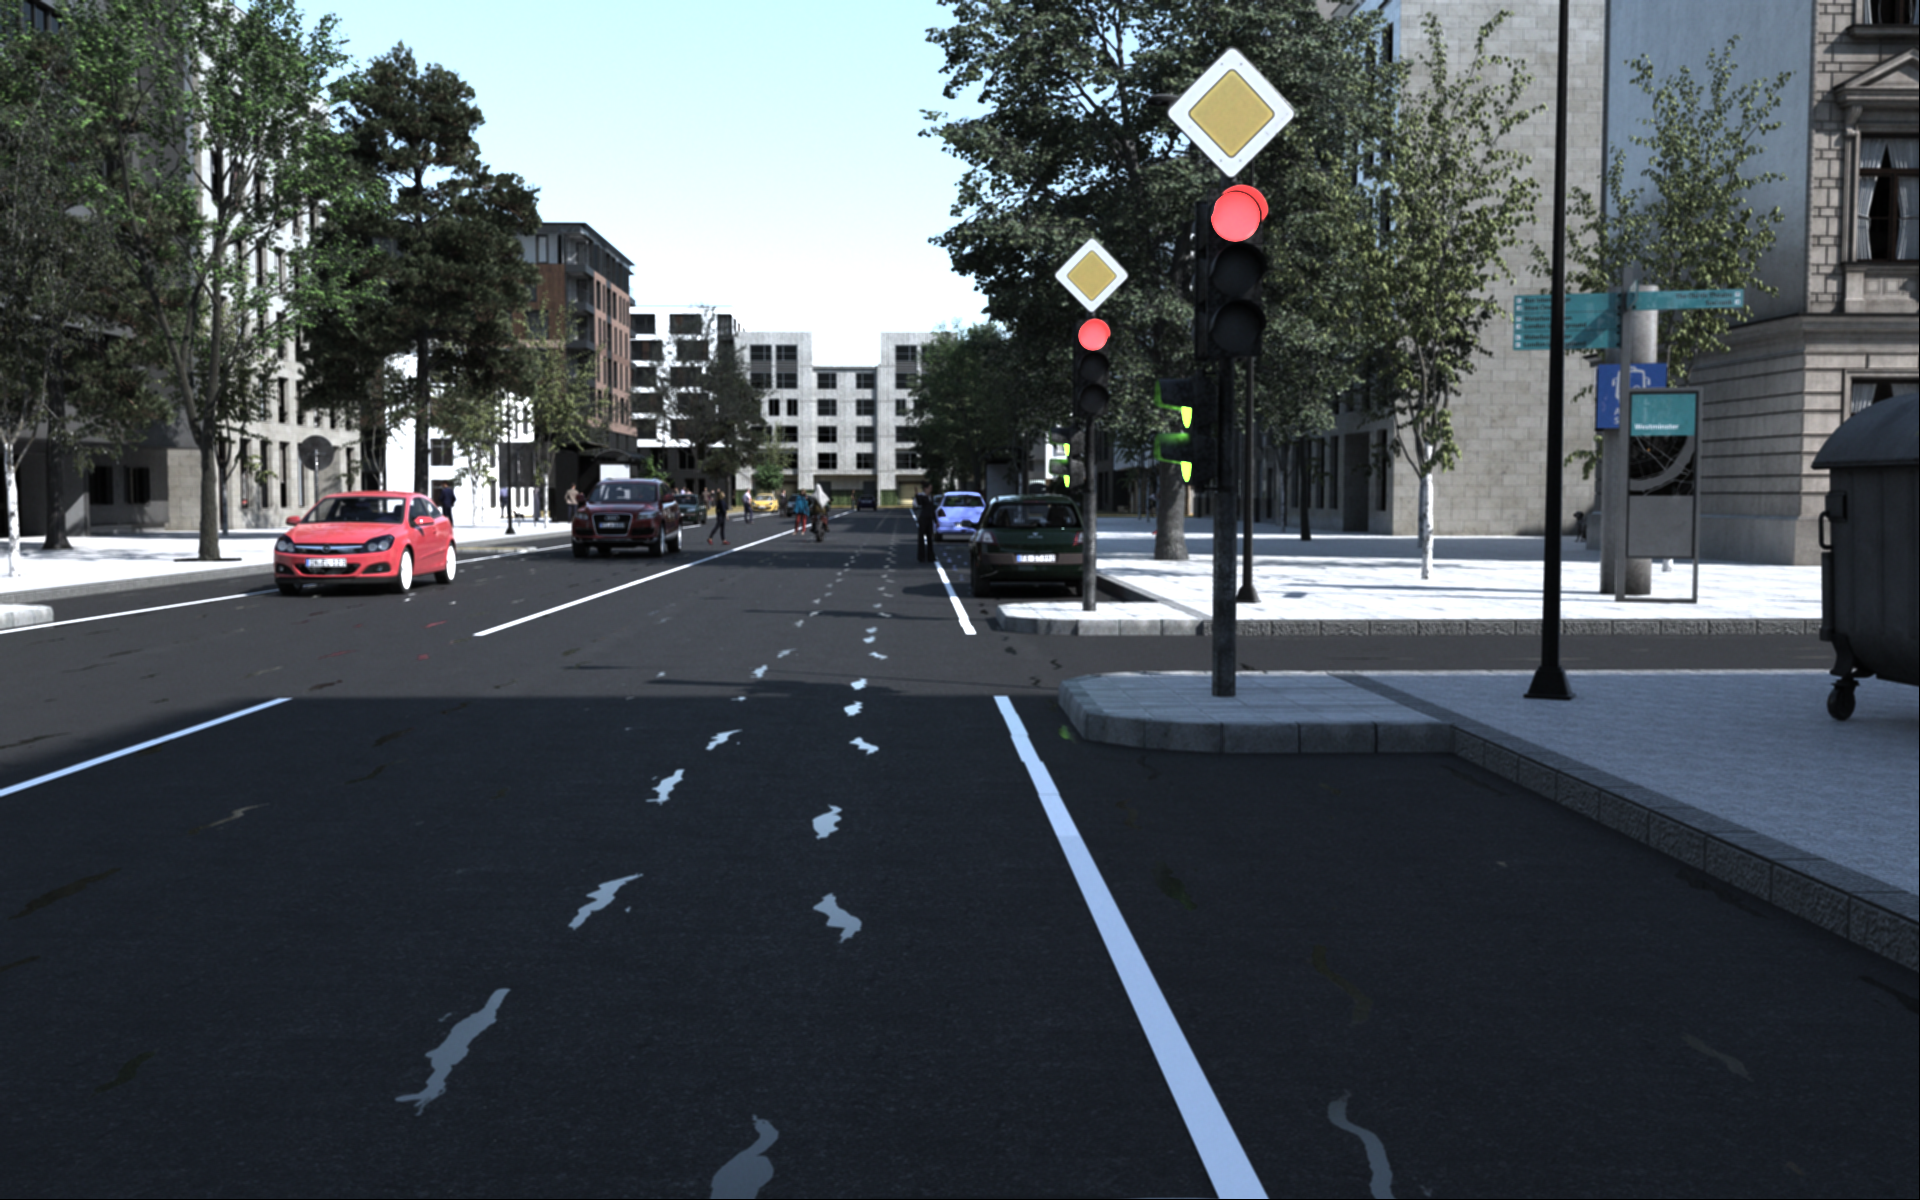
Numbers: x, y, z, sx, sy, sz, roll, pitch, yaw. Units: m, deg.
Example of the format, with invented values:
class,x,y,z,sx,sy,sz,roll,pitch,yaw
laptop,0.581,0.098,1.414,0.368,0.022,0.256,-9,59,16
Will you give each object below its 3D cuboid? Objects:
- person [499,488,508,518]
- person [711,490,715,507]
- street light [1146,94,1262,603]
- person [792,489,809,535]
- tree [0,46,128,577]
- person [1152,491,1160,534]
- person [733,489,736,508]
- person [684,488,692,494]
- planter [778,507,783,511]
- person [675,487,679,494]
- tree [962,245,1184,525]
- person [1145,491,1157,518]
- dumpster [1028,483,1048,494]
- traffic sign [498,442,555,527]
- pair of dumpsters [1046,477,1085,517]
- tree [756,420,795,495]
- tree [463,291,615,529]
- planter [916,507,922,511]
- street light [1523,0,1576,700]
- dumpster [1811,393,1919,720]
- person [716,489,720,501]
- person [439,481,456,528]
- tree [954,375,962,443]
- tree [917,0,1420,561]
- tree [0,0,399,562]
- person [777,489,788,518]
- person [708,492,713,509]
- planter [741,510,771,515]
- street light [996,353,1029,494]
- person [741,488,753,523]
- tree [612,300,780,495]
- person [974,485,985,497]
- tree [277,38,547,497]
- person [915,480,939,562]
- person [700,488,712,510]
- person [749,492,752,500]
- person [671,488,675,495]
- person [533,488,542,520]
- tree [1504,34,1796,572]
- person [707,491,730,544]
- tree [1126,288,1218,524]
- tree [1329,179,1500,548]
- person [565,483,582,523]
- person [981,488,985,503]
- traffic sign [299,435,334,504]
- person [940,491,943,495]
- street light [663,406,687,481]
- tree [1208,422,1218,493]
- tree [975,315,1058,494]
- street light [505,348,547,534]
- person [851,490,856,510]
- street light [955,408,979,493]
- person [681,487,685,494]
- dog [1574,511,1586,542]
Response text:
class,x,y,z,sx,sy,sz,roll,pitch,yaw
person,-24.022,-5.244,91.658,0.709,1.838,0.599,0,4,2
person,-24.067,-9.862,168.095,0.445,1.727,0.742,-2,4,-34
street light,2.861,-2.922,20.310,1.470,5.913,1.316,0,4,-2
person,-5.600,-3.109,61.044,0.593,1.614,0.444,2,4,28
tree,-14.551,-4.645,26.305,4.360,8.622,3.978,0,3,0
person,6.482,-2.908,55.454,0.662,1.594,0.647,-3,4,-38
person,-21.553,-9.663,164.754,0.721,1.735,1.217,0,4,-7
person,-19.266,-7.088,122.645,1.217,1.736,0.721,0,4,-1
planter,-15.109,-7.789,148.494,1.991,0.319,1.994,0,4,-2
person,-18.216,-6.363,110.606,0.750,1.759,0.617,1,4,13
tree,3.100,-5.673,43.117,4.737,8.622,4.395,0,3,0
person,10.468,-5.193,94.130,0.799,1.438,0.628,-1,4,-16
dumpster,3.951,-5.123,89.518,1.264,1.857,1.865,0,4,-2
traffic sign,-16.935,-4.513,67.661,2.265,3.308,0.079,0,4,7
pair of dumpsters,4.607,-4.338,73.418,1.574,2.255,4.436,0,4,-2
tree,-18.427,-13.514,171.309,4.737,8.622,4.395,0,3,0
tree,-15.133,-6.948,63.961,4.737,8.622,4.395,0,3,0
planter,-2.778,-7.774,148.251,1.991,0.319,1.994,0,4,-2
street light,3.190,-2.338,10.763,1.470,5.913,1.316,0,4,-2
dumpster,5.534,-0.204,9.096,1.264,1.857,1.865,0,4,-2
person,-21.924,-9.186,156.781,0.434,1.755,0.990,1,4,16
person,-17.359,-3.162,58.443,0.504,1.737,0.576,1,4,19
tree,2.057,-8.171,83.962,4.737,8.622,4.395,0,3,0
tree,4.007,-7.748,33.330,9.857,13.997,8.962,0,3,0
tree,-14.460,-6.541,32.697,9.928,11.665,9.643,0,3,0
person,-10.764,-5.857,105.057,0.445,1.727,0.742,1,4,21
person,-21.820,-8.680,151.180,0.599,1.433,0.991,-3,5,-40
planter,-14.209,-6.103,120.920,1.991,0.319,1.994,0,4,-2
street light,1.674,-5.175,57.154,1.470,5.913,1.316,0,4,-2
person,-10.338,-4.595,84.560,0.436,1.711,0.756,-2,4,-32
tree,-16.469,-12.128,108.660,12.009,13.543,11.850,0,3,0
person,0.990,-5.484,95.662,1.348,1.831,0.705,2,4,33
tree,-15.128,-8.670,49.171,7.806,13.903,7.818,0,3,0
person,-0.710,-1.660,36.438,0.445,1.727,0.742,1,4,12
person,-19.934,-7.889,135.573,0.990,1.755,0.434,0,4,-7
person,-18.879,-9.046,154.495,0.434,1.755,0.990,-3,5,-41
person,-18.080,-6.194,108.792,0.415,1.643,0.593,-3,5,-40
person,-20.499,-4.726,83.985,0.551,1.740,0.621,2,4,25
tree,11.661,-4.781,28.529,4.737,8.622,4.395,0,3,0
person,-6.895,-2.351,49.479,0.613,1.512,0.480,-2,4,-34
tree,7.821,-6.851,62.376,4.360,8.622,3.978,0,3,0
tree,10.915,-5.549,41.090,4.360,8.622,3.978,0,3,0
person,-16.876,-4.229,75.720,0.617,1.759,0.750,1,4,8
person,1.645,-6.707,116.418,0.721,1.743,1.217,-3,5,-42
traffic sign,-13.987,-2.296,37.649,0.768,2.556,0.104,0,4,0
person,-1.823,-9.840,167.841,0.530,1.710,0.541,0,4,8
street light,-15.077,-7.261,91.257,1.470,5.913,1.316,0,4,-2
tree,10.847,-6.553,57.506,4.737,8.622,4.395,0,3,0
tree,2.344,-6.837,62.150,4.360,8.622,3.978,0,3,0
street light,-13.801,-5.047,55.063,1.470,5.913,1.316,0,4,-2
person,-9.733,-9.155,158.204,0.705,1.822,1.348,0,4,7
street light,0.414,-7.389,93.348,1.470,5.913,1.316,0,4,-2
person,-21.010,-7.725,132.212,0.599,1.838,0.709,1,4,19
dog,16.963,-1.977,46.699,0.800,0.831,0.513,1,4,20
